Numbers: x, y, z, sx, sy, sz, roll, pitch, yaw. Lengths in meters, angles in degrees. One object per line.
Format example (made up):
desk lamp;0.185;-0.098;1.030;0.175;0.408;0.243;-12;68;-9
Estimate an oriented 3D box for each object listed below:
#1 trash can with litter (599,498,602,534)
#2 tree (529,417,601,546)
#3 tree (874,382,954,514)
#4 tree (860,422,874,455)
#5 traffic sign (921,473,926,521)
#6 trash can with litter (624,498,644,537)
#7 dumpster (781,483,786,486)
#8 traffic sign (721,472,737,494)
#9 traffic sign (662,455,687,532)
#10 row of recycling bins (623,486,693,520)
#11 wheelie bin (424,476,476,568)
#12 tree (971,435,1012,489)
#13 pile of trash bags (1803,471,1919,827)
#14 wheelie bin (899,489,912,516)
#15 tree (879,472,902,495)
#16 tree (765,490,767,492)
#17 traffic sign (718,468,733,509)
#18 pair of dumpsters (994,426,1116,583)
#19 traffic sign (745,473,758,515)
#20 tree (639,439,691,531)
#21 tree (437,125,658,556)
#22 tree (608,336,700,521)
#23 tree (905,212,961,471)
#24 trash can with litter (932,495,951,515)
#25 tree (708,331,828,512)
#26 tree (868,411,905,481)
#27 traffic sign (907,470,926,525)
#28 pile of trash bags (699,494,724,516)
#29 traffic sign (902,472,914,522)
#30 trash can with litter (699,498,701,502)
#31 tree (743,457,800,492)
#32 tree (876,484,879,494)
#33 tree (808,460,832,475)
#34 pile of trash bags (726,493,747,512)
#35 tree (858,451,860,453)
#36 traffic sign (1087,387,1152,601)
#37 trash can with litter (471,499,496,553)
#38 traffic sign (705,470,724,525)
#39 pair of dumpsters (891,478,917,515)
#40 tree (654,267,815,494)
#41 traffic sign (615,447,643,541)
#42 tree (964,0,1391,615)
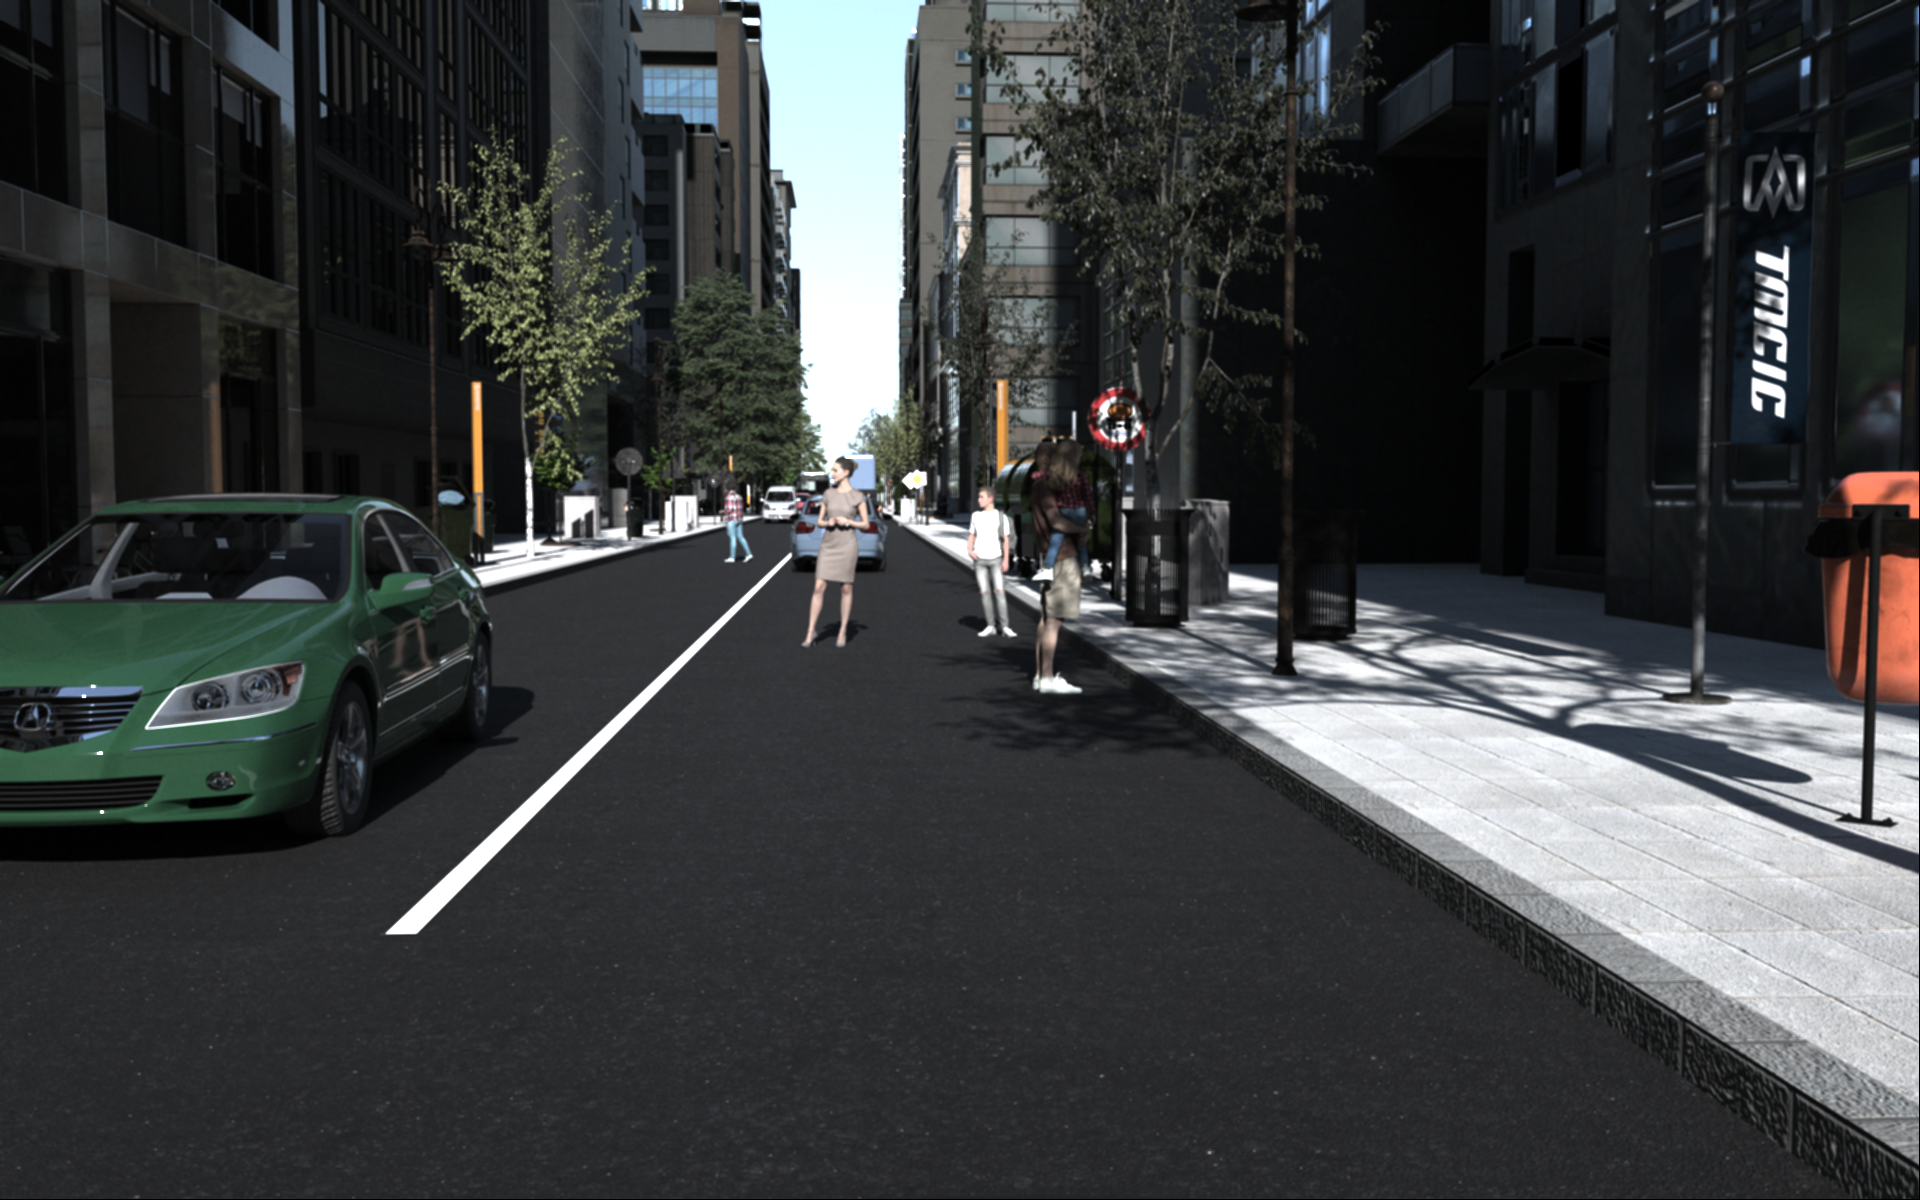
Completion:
trash can with litter;-11.831;-2.673;55.093;0.624;1.170;1.055;-3;5;-43
tree;-10.133;-2.993;43.532;1.663;3.219;1.824;0;3;0
tree;-2.613;-9.967;113.328;4.737;8.622;4.395;0;3;0
tree;-4.376;-11.026;130.637;4.737;8.622;4.395;0;3;0
traffic sign;-1.787;-4.821;80.949;0.606;2.300;0.079;0;4;0
trash can with litter;-9.749;-2.452;51.483;0.624;1.170;1.055;-1;4;-21
dumpster;-15.108;-8.737;145.339;1.502;2.255;1.985;0;4;-3
traffic sign;-10.542;-4.605;78.935;0.795;2.450;0.064;0;4;-4
traffic sign;-9.616;-3.557;58.166;0.884;2.594;0.081;0;4;4
row of recycling bins;-15.124;-4.932;87.750;3.534;1.692;1.069;-3;5;-43
wheelie bin;-8.731;-1.331;29.670;0.693;1.594;0.980;-3;5;-42
tree;0.840;-3.485;51.577;1.663;3.219;1.824;0;3;0
pile of trash bags;4.735;0.233;5.948;3.447;1.369;1.912;3;5;42
wheelie bin;-3.074;-5.538;98.450;0.693;1.594;0.980;-1;4;-19
tree;-5.106;-8.642;135.902;1.663;3.219;1.824;0;3;0
tree;-14.993;-8.716;137.112;1.663;3.219;1.824;0;3;0
traffic sign;-11.424;-5.147;84.261;0.768;2.556;0.104;0;4;-2
pair of dumpsters;1.482;-1.502;27.057;1.574;2.255;4.437;0;4;-4
traffic sign;-12.834;-6.517;106.661;0.768;2.556;0.104;0;4;0
tree;-10.400;-4.028;60.454;1.663;3.219;1.824;0;3;0
tree;-8.626;-5.204;35.455;4.737;8.622;4.395;0;3;0
tree;-14.451;-8.046;81.915;4.360;8.622;3.978;0;3;0
tree;0.875;-5.783;44.910;4.360;8.622;3.978;0;3;0
trash can with litter;-0.891;-5.724;104.646;1.678;1.210;2.233;-1;4;-8
tree;-13.958;-12.393;120.758;7.486;12.596;7.792;0;3;0
tree;-5.803;-12.215;150.077;4.360;8.622;3.978;0;3;0
traffic sign;-1.771;-4.147;71.453;0.795;2.450;0.064;0;4;-4
pile of trash bags;-15.848;-5.566;100.753;3.447;1.369;1.912;2;4;29
traffic sign;-2.262;-4.635;79.423;0.795;2.450;0.064;0;4;-4
trash can with litter;-17.756;-6.368;115.502;0.624;1.170;1.055;2;4;26
tree;-14.568;-8.895;129.155;4.285;4.588;4.351;0;3;0
tree;-9.173;-12.340;196.365;1.663;3.219;1.824;0;3;0
tree;-25.092;-21.893;308.317;4.737;8.622;4.395;0;3;0
pile of trash bags;-15.953;-6.784;120.668;1.912;1.369;3.447;0;4;4
tree;-8.052;-13.925;178.036;4.737;8.622;4.395;0;3;0
traffic sign;1.903;-1.261;20.729;0.768;2.556;0.104;0;4;1
trash can with litter;-10.496;-1.592;37.422;1.055;1.170;0.624;3;5;44
traffic sign;-10.050;-4.118;70.965;0.795;2.450;0.064;0;4;-4
pair of dumpsters;-3.348;-6.288;105.296;1.574;2.255;4.437;0;4;-4
tree;-12.643;-11.643;97.019;9.857;13.997;8.962;0;3;0
traffic sign;-9.019;-2.880;47.195;0.768;2.556;0.104;0;4;1
tree;2.029;-4.112;17.593;4.360;8.622;3.978;0;3;0
